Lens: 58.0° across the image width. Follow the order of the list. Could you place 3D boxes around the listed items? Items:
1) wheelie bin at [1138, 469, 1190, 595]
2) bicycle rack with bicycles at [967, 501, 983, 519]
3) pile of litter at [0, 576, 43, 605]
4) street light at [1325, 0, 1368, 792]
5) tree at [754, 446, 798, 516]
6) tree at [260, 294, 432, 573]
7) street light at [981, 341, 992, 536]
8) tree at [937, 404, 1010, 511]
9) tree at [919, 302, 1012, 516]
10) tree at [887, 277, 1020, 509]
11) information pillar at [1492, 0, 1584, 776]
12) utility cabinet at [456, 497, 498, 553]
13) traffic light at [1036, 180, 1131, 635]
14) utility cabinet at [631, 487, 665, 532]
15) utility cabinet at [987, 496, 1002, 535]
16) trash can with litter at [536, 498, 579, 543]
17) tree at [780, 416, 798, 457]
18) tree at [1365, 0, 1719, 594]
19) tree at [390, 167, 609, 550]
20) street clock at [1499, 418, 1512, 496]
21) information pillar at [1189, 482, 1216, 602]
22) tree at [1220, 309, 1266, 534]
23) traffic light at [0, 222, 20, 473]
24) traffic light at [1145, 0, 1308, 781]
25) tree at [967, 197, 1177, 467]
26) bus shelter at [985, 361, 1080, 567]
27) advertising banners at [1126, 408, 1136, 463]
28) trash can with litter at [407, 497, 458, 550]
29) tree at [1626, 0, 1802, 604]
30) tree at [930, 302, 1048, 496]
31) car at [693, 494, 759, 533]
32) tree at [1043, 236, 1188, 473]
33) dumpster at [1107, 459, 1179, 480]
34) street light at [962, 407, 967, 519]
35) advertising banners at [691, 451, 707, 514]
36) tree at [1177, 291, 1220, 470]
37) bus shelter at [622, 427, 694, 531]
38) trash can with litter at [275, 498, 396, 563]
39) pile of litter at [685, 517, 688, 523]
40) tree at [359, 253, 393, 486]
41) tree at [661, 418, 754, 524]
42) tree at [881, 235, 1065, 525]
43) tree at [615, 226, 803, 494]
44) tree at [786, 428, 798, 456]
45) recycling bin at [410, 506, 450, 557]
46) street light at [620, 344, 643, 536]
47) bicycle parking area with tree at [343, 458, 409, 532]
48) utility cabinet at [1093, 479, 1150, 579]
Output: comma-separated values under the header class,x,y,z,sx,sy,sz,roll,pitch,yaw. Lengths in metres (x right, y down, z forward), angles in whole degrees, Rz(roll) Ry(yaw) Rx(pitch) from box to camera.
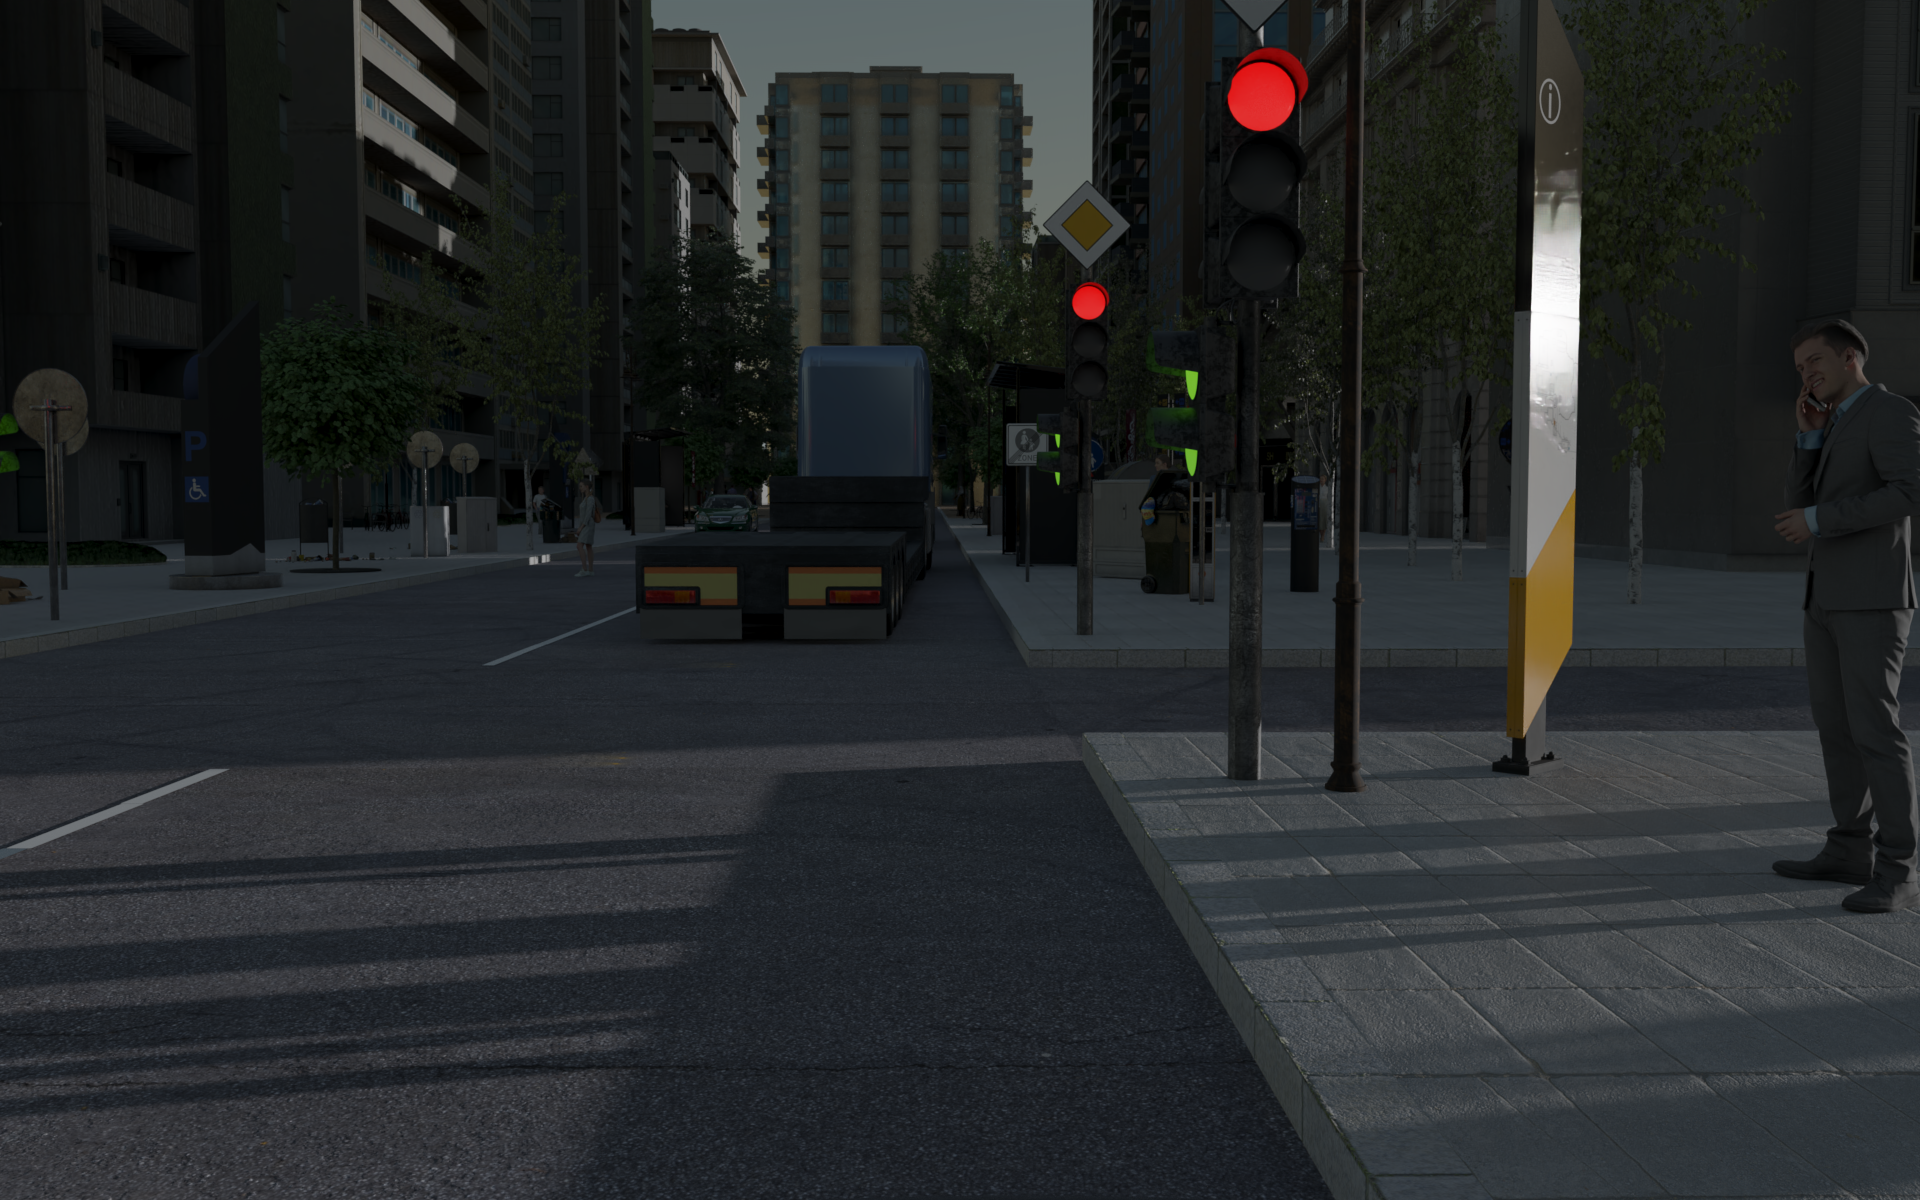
class,x,y,z,sx,sy,sz,roll,pitch,yaw
wheelie bin,2.781,-0.884,22.365,0.693,1.594,0.980,3,5,45
bicycle rack with bicycles,2.057,-4.541,87.634,2.852,0.926,2.925,-2,4,-31
pile of litter,-11.503,-0.390,20.338,1.176,0.858,1.719,1,4,22
street light,1.678,-2.114,7.354,0.468,5.910,1.993,0,4,-1
tree,-12.079,-7.159,100.767,4.285,4.588,4.351,0,3,0
tree,-10.404,-2.741,28.528,4.285,4.588,4.351,0,3,0
street light,0.882,-4.877,52.533,0.468,5.910,1.993,0,4,-1
tree,1.654,-4.859,63.161,4.285,4.588,4.351,0,3,0
tree,0.435,-11.245,101.976,7.486,12.596,7.792,0,3,0
tree,-0.956,-18.114,152.060,12.611,20.169,13.585,0,3,0
information pillar,2.703,-1.019,8.008,0.504,3.616,0.183,-3,5,-45
utility cabinet,-10.610,-1.647,38.097,0.306,1.237,1.020,2,4,24
traffic light,1.121,-1.638,15.694,0.839,4.253,0.868,0,4,-1
utility cabinet,-10.348,-2.987,57.523,1.173,1.500,0.318,2,4,28
utility cabinet,1.273,-2.656,54.590,0.306,1.237,1.020,3,4,38
trash can with litter,-10.503,-2.074,45.305,1.055,1.170,0.624,-3,5,-44
tree,-13.267,-13.892,161.550,7.601,10.594,8.767,1,4,17
tree,7.421,-4.571,25.092,4.737,8.622,4.395,0,3,0
tree,-9.807,-5.430,39.144,4.737,8.622,4.395,0,3,0
street clock,5.125,-0.679,15.674,0.471,2.002,0.358,2,4,29
information pillar,2.897,-0.990,20.671,0.304,2.012,0.304,1,4,8
tree,7.859,-4.918,30.774,4.737,8.622,4.395,0,3,0
traffic light,-8.938,-1.626,15.498,0.839,4.253,0.868,0,4,-1
traffic light,1.265,-1.149,7.711,0.839,4.253,0.868,0,4,-1
tree,2.327,-5.703,43.614,4.737,8.622,4.395,0,3,0
bus shelter,1.446,-2.591,33.638,1.731,3.624,6.357,0,4,-1
advertising banners,3.725,-2.354,34.674,0.090,3.025,2.074,-1,4,-17
trash can with litter,-12.120,-1.784,40.227,2.233,1.210,1.678,1,4,11
tree,7.641,-4.257,19.968,4.737,8.622,4.395,0,3,0
tree,1.535,-9.108,83.321,8.767,10.594,7.601,0,4,-8
car,-7.745,-2.806,57.681,2.131,1.459,4.920,0,4,-2
tree,4.551,-6.088,49.900,4.360,8.622,3.978,0,3,0
dumpster,3.189,-1.470,29.799,1.264,1.857,1.865,0,4,-1
street light,0.216,-7.188,90.319,0.468,5.910,1.993,0,4,-1
advertising banners,-10.751,-4.593,71.288,0.090,3.025,2.074,1,4,8
tree,8.639,-6.397,54.961,4.737,8.622,4.395,0,3,0
bus shelter,-11.074,-4.437,63.830,1.731,3.624,6.357,0,4,-1
trash can with litter,-12.017,-1.363,33.344,2.233,1.210,1.678,-1,4,-23
pile of litter,-12.767,-3.907,77.843,1.719,0.858,1.176,-3,4,-36
tree,-16.268,-6.184,51.468,4.737,8.622,4.395,0,3,0
tree,-11.678,-5.547,74.410,4.285,4.588,4.351,0,3,0
tree,0.943,-8.899,71.253,9.928,11.665,9.643,0,3,0
tree,-11.394,-10.750,82.417,9.857,13.997,8.962,0,3,0
tree,-12.716,-12.194,149.734,4.360,8.622,3.978,0,3,0
recycling bin,-10.963,-1.423,35.820,0.722,1.027,0.722,-1,4,-12
street light,-10.105,-4.929,53.374,0.468,5.910,1.993,0,4,-1
bicycle parking area with tree,-22.604,-4.481,60.263,8.231,4.147,9.016,-1,4,-21
utility cabinet,2.519,-1.076,26.277,0.318,1.500,1.173,-3,5,-41
